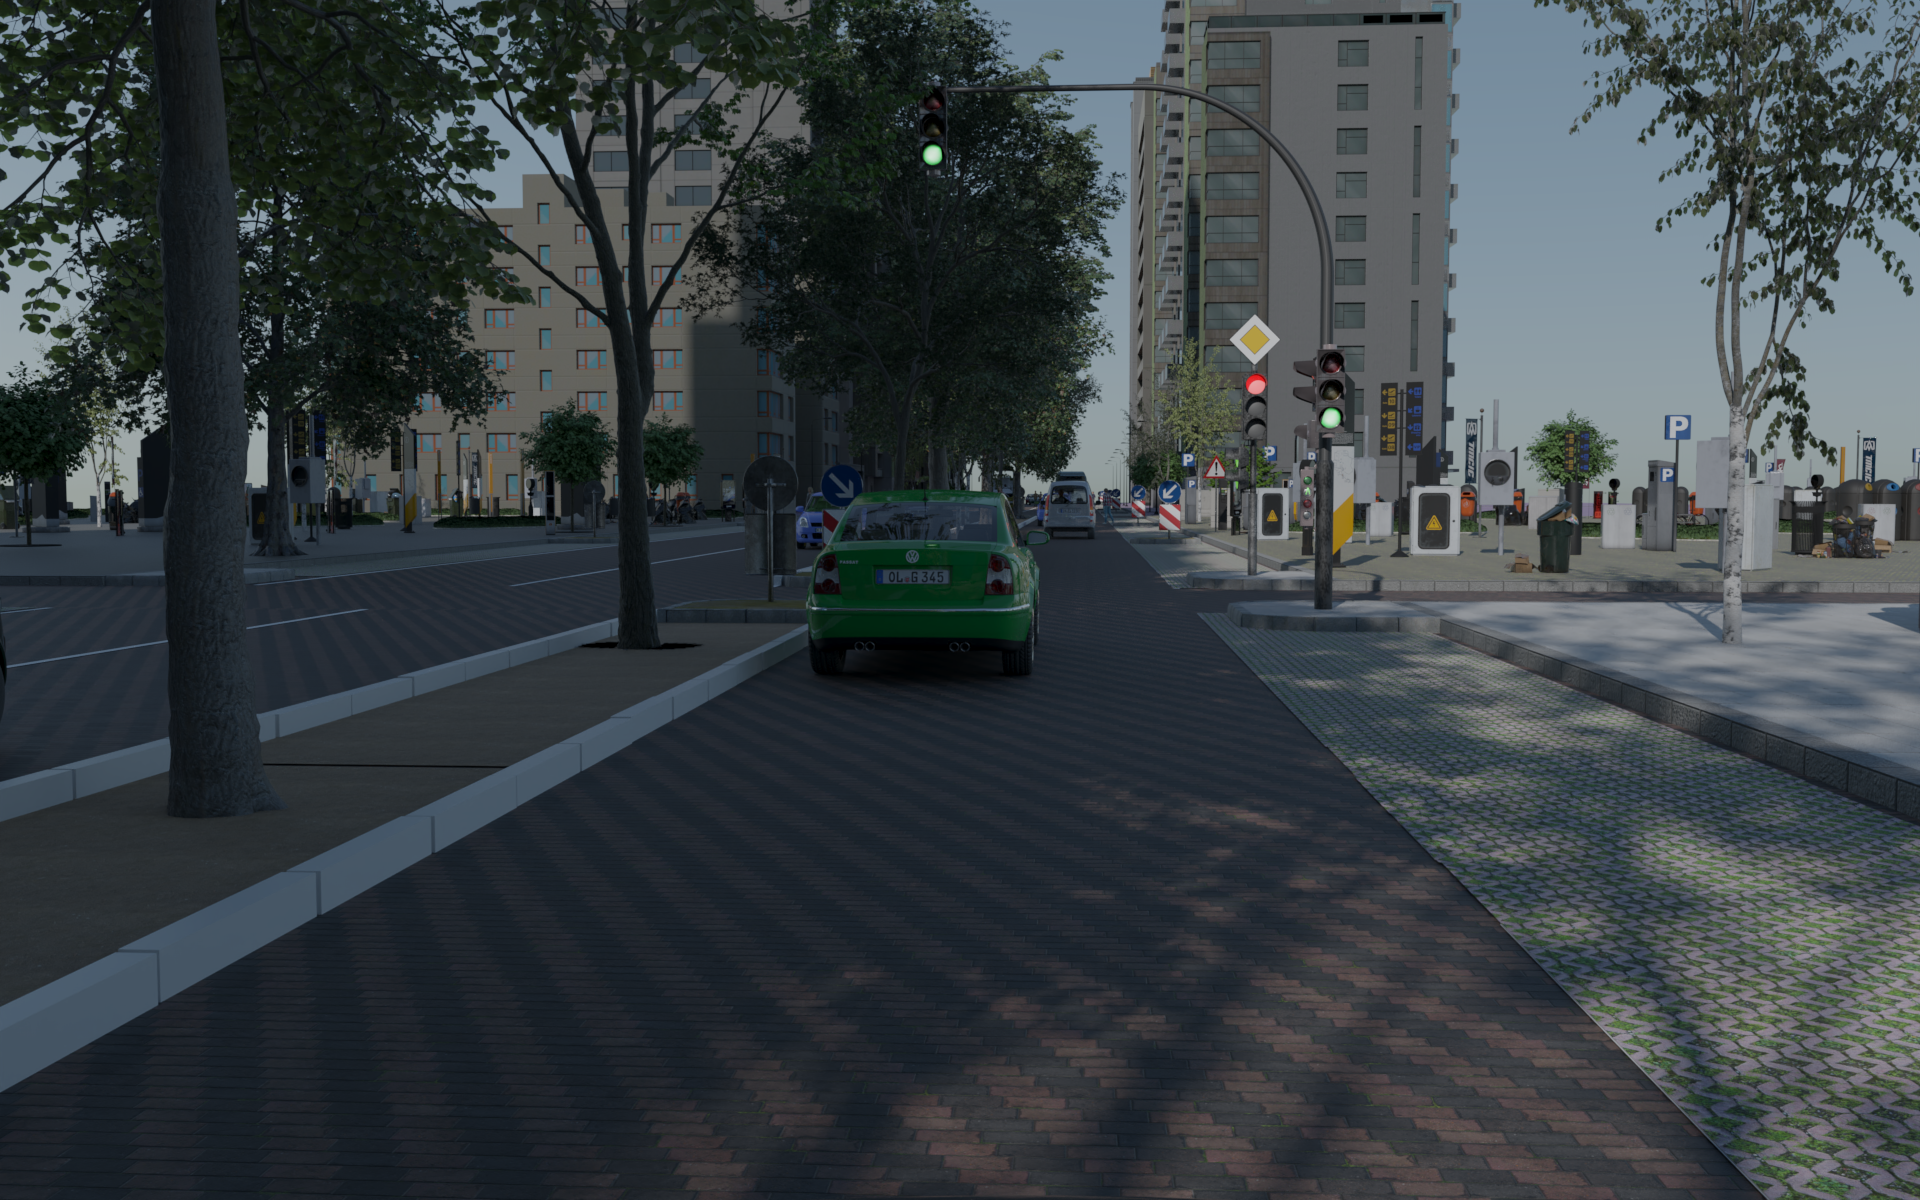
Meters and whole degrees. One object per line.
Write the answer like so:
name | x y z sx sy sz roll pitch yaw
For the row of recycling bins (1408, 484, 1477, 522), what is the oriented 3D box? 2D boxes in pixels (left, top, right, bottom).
row of recycling bins | 20.192 -4.005 72.601 1.069 1.692 3.534 -2 4 -32

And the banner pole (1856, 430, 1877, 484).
banner pole | 35.220 -4.738 67.491 0.863 3.779 0.401 1 4 21

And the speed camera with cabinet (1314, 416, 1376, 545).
speed camera with cabinet | 9.875 -3.066 44.467 0.660 3.252 2.038 -1 4 -19

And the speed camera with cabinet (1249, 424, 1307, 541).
speed camera with cabinet | 9.089 -3.298 48.260 2.038 3.252 0.660 -1 4 -18

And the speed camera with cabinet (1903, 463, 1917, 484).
speed camera with cabinet | 49.831 -5.918 91.101 0.660 3.252 2.038 1 4 19

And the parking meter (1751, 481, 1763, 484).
parking meter | 14.934 -1.486 32.706 0.372 1.533 0.369 0 3 0

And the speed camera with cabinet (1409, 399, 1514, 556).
speed camera with cabinet | 10.480 -2.560 36.185 2.038 3.252 0.660 1 4 11

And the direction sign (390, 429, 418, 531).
direction sign | -19.234 -4.157 59.967 0.876 3.537 0.379 -1 4 -19

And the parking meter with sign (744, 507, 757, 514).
parking meter with sign | -11.642 -6.335 99.839 1.738 3.016 0.543 1 4 18

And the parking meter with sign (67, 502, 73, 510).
parking meter with sign | -50.602 -6.163 97.031 1.738 3.016 0.543 0 4 6

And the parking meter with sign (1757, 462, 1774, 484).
parking meter with sign | 43.939 -6.071 95.518 1.738 3.016 0.543 -1 4 -17

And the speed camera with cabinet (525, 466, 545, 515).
speed camera with cabinet | -23.976 -6.339 97.974 0.660 3.252 2.038 1 4 15

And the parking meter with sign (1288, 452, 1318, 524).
parking meter with sign | 13.790 -4.564 70.890 1.738 3.016 0.543 -2 4 -31

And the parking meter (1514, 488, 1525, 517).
parking meter | 23.738 -3.975 73.406 0.372 1.533 0.369 0 3 0

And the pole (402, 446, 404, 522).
pole | -23.116 -4.793 72.204 0.158 3.312 0.155 0 3 0

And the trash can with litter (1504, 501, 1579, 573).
trash can with litter | 9.462 -1.028 28.196 1.055 1.170 0.624 0 4 2

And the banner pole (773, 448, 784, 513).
banner pole | -9.772 -6.352 93.874 0.863 3.779 0.401 2 4 26

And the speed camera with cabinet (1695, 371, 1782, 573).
speed camera with cabinet | 12.822 -2.098 28.633 0.660 3.252 2.038 3 5 44

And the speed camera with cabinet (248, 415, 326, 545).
speed camera with cabinet | -16.960 -3.013 43.593 2.038 3.252 0.660 1 4 23

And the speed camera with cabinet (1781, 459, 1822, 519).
speed camera with cabinet | 33.716 -4.632 70.072 2.038 3.252 0.660 1 4 23

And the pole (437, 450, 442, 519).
pole | -24.090 -5.280 80.164 0.158 3.312 0.155 0 3 0

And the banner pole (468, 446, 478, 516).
banner pole | -25.578 -6.175 90.985 0.401 3.779 0.863 2 4 35

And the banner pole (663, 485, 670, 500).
banner pole | -15.072 -6.060 89.100 0.401 3.779 0.863 1 4 20

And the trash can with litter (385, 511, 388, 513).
trash can with litter | -31.500 -5.174 95.986 1.055 1.170 0.624 -3 5 -39

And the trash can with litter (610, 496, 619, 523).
trash can with litter | -15.665 -4.014 76.688 2.233 1.210 1.678 -3 5 -40

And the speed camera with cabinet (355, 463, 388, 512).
speed camera with cabinet | -33.536 -6.389 98.792 0.660 3.252 2.038 2 4 27

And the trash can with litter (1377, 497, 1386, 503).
trash can with litter | 14.874 -2.961 59.800 1.055 1.170 0.624 0 4 7

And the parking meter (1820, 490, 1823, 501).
parking meter | 44.131 -4.933 89.066 0.372 1.533 0.369 0 3 0

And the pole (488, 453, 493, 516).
pole | -23.433 -5.667 86.506 0.158 3.312 0.155 0 3 0

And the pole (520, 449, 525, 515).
pole | -19.871 -5.186 78.633 0.158 3.312 0.155 0 3 0

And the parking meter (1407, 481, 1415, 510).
parking meter | 19.753 -4.295 75.936 0.255 1.863 0.399 0 4 -4

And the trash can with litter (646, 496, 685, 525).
trash can with litter | -12.565 -3.743 72.248 2.233 1.210 1.678 -1 4 -16

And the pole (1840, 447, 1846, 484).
pole | 37.993 -4.940 74.609 0.158 3.312 0.155 0 3 0

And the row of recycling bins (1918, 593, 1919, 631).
row of recycling bins | 10.080 -0.586 16.696 1.069 1.692 3.534 3 5 43

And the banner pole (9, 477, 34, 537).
banner pole | -27.914 -3.762 51.534 0.401 3.779 0.863 2 4 24

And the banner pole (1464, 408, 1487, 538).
banner pole | 15.036 -3.703 50.564 0.863 3.779 0.401 -2 4 -28

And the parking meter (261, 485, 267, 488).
parking meter | -42.204 -6.080 105.113 0.399 1.863 0.255 -1 4 -21

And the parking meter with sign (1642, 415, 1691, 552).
parking meter with sign | 15.835 -2.615 39.013 0.543 3.016 1.738 0 4 3

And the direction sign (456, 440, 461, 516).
direction sign | -21.162 -4.962 73.121 0.379 3.537 0.876 -2 4 -25

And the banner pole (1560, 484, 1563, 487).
banner pole | 25.097 -4.981 71.454 0.401 3.779 0.863 -2 4 -32

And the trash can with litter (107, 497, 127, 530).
trash can with litter | -30.174 -3.097 62.023 0.624 1.170 1.055 -2 4 -26

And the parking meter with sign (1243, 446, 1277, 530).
parking meter with sign | 10.684 -4.010 61.831 0.543 3.016 1.738 3 4 36

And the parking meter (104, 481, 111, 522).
parking meter | -39.053 -4.505 79.366 0.255 1.863 0.399 -2 4 -26

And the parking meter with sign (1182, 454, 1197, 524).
parking meter with sign | 9.820 -4.747 73.871 0.543 3.016 1.738 0 4 0

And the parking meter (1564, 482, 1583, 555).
parking meter | 12.917 -1.718 36.498 0.372 1.533 0.369 0 3 0

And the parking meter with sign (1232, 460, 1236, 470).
parking meter with sign | 11.516 -4.359 67.531 1.738 3.016 0.543 1 4 16

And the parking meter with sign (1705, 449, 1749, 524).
parking meter with sign | 29.422 -4.298 66.527 1.738 3.016 0.543 -2 4 -24

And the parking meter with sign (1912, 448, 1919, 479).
parking meter with sign | 36.597 -4.203 64.986 0.543 3.016 1.738 -1 4 -15

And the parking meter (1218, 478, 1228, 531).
parking meter | 9.262 -3.384 61.042 0.255 1.863 0.399 0 4 -5

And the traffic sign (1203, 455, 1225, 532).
traffic sign | 8.597 -3.556 58.138 0.884 2.594 0.081 0 4 7

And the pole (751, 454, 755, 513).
pole | -10.470 -5.736 87.621 0.158 3.312 0.155 0 3 0

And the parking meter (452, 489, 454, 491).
parking meter | -26.402 -5.038 90.779 0.372 1.533 0.369 0 3 0

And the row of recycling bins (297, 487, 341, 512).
row of recycling bins | -36.689 -5.591 98.522 3.534 1.692 1.069 2 4 24

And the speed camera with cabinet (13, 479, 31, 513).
speed camera with cabinet | -44.846 -5.378 82.271 2.038 3.252 0.660 3 5 41

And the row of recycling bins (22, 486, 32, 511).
row of recycling bins | -48.774 -5.089 90.310 1.069 1.692 3.534 0 4 -1

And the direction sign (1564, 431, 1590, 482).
direction sign | 22.012 -4.273 61.861 0.876 3.537 0.379 0 3 0

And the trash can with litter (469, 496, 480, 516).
trash can with litter | -23.092 -4.299 81.344 2.233 1.210 1.678 1 4 14

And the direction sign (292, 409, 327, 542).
direction sign | -17.480 -3.338 46.579 0.876 3.537 0.379 -3 4 -36

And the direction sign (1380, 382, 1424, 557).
direction sign | 8.948 -2.640 35.157 0.876 3.537 0.379 2 4 34
